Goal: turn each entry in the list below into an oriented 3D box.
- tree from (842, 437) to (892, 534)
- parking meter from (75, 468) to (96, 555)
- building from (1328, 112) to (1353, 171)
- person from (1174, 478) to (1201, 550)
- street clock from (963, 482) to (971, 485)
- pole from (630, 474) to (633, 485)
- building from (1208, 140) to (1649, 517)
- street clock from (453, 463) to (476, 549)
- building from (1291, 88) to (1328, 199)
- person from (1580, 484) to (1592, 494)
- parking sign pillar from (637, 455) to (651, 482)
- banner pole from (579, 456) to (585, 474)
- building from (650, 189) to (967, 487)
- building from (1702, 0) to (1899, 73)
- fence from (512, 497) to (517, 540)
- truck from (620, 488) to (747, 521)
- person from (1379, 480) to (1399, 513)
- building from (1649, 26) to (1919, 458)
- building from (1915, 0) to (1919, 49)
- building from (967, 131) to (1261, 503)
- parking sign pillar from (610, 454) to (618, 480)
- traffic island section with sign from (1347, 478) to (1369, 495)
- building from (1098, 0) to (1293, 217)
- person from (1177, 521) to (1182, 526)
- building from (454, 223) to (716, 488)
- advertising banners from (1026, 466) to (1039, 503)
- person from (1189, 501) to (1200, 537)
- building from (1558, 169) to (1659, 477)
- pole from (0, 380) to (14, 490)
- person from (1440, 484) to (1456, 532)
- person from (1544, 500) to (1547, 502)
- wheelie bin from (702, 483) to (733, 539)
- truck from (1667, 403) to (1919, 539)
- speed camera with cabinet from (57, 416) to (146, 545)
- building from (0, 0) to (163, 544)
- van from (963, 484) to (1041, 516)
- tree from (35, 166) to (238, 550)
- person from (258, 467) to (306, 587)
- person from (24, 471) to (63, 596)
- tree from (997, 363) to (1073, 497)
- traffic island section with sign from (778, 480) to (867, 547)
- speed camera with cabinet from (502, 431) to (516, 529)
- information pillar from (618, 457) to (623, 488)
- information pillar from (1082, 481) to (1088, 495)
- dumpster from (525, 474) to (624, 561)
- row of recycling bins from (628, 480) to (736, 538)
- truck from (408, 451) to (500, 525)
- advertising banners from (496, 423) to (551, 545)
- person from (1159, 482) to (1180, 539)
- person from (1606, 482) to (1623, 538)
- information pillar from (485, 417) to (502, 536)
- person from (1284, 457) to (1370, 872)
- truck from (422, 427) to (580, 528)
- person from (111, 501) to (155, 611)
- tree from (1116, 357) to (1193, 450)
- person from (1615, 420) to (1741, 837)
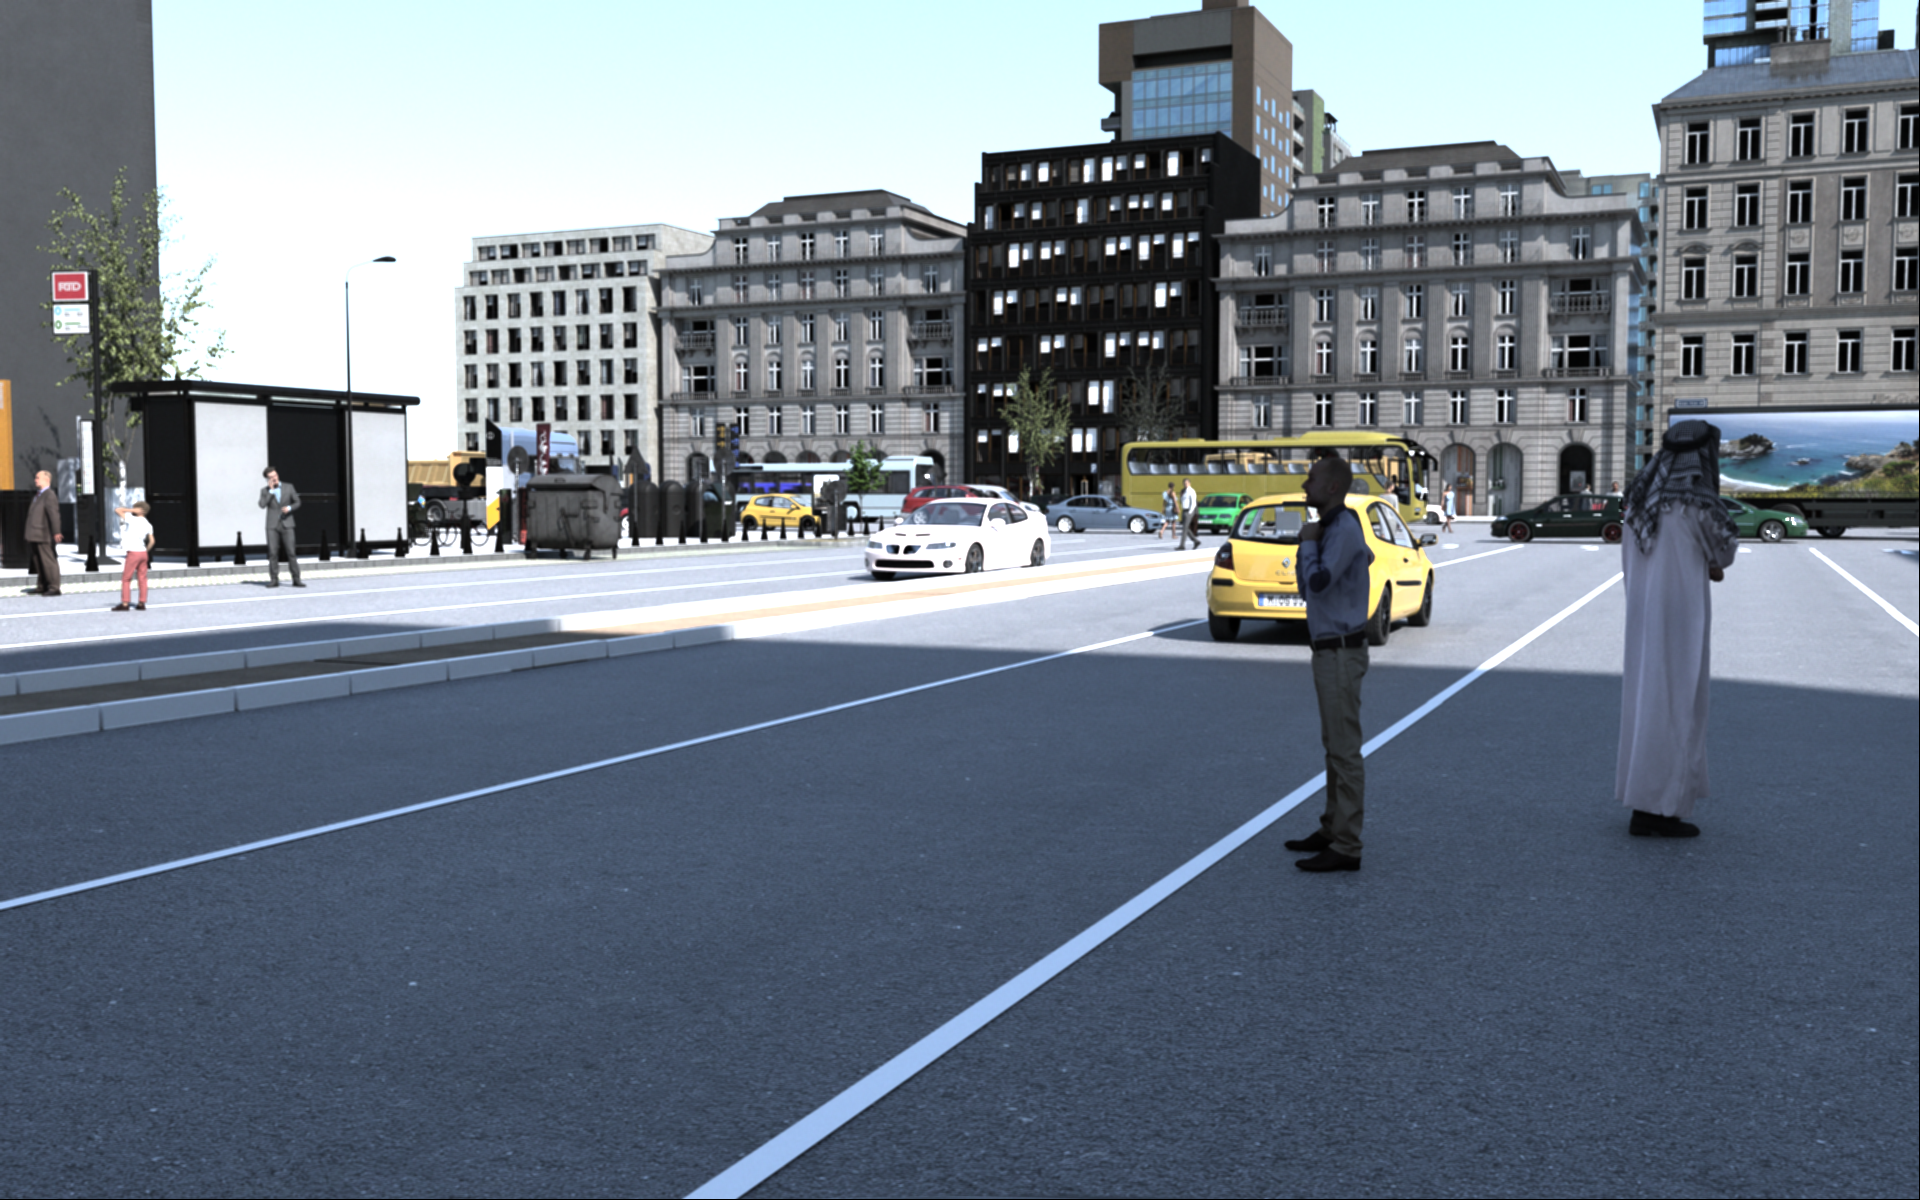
[{"bbox_3d":[-3.276,-3.757,56.036,1.663,3.219,1.824,0,3,0],"label":"tree"},{"bbox_3d":[-18.531,-1.897,36.720,0.255,1.863,0.399,0,4,-6],"label":"parking meter"},{"bbox_3d":[35.028,-30.958,189.760,14.086,41.232,14.154,2,4,24],"label":"building"},{"bbox_3d":[5.826,-2.190,44.415,0.850,1.850,0.679,-2,4,-25],"label":"person"},{"bbox_3d":[0.406,-6.047,103.444,0.471,2.002,0.358,0,4,7],"label":"street clock"},{"bbox_3d":[-22.797,-7.727,120.187,0.158,3.312,0.155,0,3,0],"label":"pole"},{"bbox_3d":[28.602,-16.121,105.372,24.055,21.916,13.314,2,4,24],"label":"building"},{"bbox_3d":[-11.548,-2.192,40.411,0.471,2.002,0.358,-3,5,-43],"label":"street clock"},{"bbox_3d":[27.633,-29.918,172.747,14.154,41.232,14.086,2,4,24],"label":"building"},{"bbox_3d":[23.651,-3.477,65.463,0.853,1.813,0.709,-3,4,-36],"label":"person"},{"bbox_3d":[-19.657,-7.297,107.780,1.447,3.967,1.447,1,4,11],"label":"parking sign pillar"},{"bbox_3d":[-25.160,-7.658,115.233,0.863,3.779,0.401,3,5,45],"label":"banner pole"},{"bbox_3d":[-7.863,-17.108,121.512,24.055,21.916,13.314,2,4,24],"label":"building"},{"bbox_3d":[116.891,-56.968,244.091,31.000,86.520,22.319,2,4,24],"label":"building"},{"bbox_3d":[-12.861,-2.362,49.815,0.480,1.192,2.264,-1,4,-10],"label":"fence"},{"bbox_3d":[-14.101,-5.585,81.077,18.799,4.110,2.967,2,4,25],"label":"truck"},{"bbox_3d":[9.228,-1.709,37.193,0.466,1.731,0.760,0,4,-7],"label":"person"},{"bbox_3d":[51.434,-18.205,94.920,25.104,27.353,12.463,2,4,24],"label":"building"},{"bbox_3d":[139.830,-48.588,232.670,20.611,71.187,20.563,2,4,24],"label":"building"},{"bbox_3d":[10.174,-17.326,112.962,15.834,23.373,12.332,2,4,24],"label":"building"},{"bbox_3d":[-23.212,-7.816,116.256,1.447,3.967,1.447,0,4,-5],"label":"parking sign pillar"},{"bbox_3d":[11.288,-2.545,49.751,2.006,1.907,1.989,2,4,24],"label":"traffic island section with sign"},{"bbox_3d":[21.963,-31.167,159.689,14.600,45.320,14.200,2,4,24],"label":"building"},{"bbox_3d":[10.126,-4.262,78.604,0.534,1.772,0.576,0,4,-7],"label":"person"},{"bbox_3d":[-27.322,-16.754,128.676,16.860,20.320,10.420,2,4,24],"label":"building"},{"bbox_3d":[4.524,-6.798,107.333,0.090,3.025,2.074,2,4,24],"label":"advertising banners"},{"bbox_3d":[7.867,-2.906,58.283,0.388,1.546,0.482,0,4,-5],"label":"person"},{"bbox_3d":[89.178,-39.084,258.631,30.456,49.044,23.786,2,4,24],"label":"building"},{"bbox_3d":[-17.061,-2.273,31.001,0.158,3.312,0.155,0,3,0],"label":"pole"},{"bbox_3d":[18.116,-3.415,64.434,0.616,1.811,0.778,-1,4,-15],"label":"person"},{"bbox_3d":[26.482,-3.945,78.492,0.738,1.151,1.012,-2,4,-34],"label":"person"},{"bbox_3d":[-7.012,-2.572,49.966,0.693,1.594,0.980,1,4,22],"label":"wheelie bin"},{"bbox_3d":[28.582,-4.046,55.072,11.283,4.237,2.839,2,4,26],"label":"truck"},{"bbox_3d":[-22.110,-3.076,44.626,0.660,3.252,2.038,2,4,32],"label":"speed camera with cabinet"},{"bbox_3d":[-35.177,-15.463,46.322,24.014,27.812,14.314,2,4,24],"label":"building"},{"bbox_3d":[1.565,-4.242,76.373,4.112,2.044,2.013,2,4,24],"label":"van"},{"bbox_3d":[-19.228,-5.481,39.983,4.737,8.622,4.395,0,3,0],"label":"tree"},{"bbox_3d":[-10.411,-1.119,26.596,0.655,1.846,0.447,-1,4,-22],"label":"person"},{"bbox_3d":[-12.950,-0.940,24.430,0.990,1.755,0.434,3,5,41],"label":"person"},{"bbox_3d":[4.269,-9.041,98.175,4.737,8.622,4.395,0,3,0],"label":"tree"},{"bbox_3d":[-3.665,-2.388,47.671,1.989,1.847,2.006,2,4,24],"label":"traffic island section with sign"},{"bbox_3d":[-14.278,-3.708,54.963,0.660,3.252,2.038,0,4,-5],"label":"speed camera with cabinet"},{"bbox_3d":[-21.495,-7.232,109.603,0.183,3.616,0.504,-3,4,-37],"label":"information pillar"},{"bbox_3d":[6.852,-5.548,95.198,0.304,2.012,0.304,1,4,14],"label":"information pillar"},{"bbox_3d":[-8.400,-1.802,37.672,1.865,1.857,1.264,2,4,25],"label":"dumpster"},{"bbox_3d":[-8.170,-2.703,51.301,3.534,1.692,1.069,-3,5,-42],"label":"row of recycling bins"},{"bbox_3d":[-23.323,-5.084,79.043,9.791,3.379,3.469,2,4,24],"label":"truck"},{"bbox_3d":[-10.917,-2.885,43.359,2.074,3.025,0.090,3,4,37],"label":"advertising banners"},{"bbox_3d":[6.730,-2.860,55.361,0.778,1.811,0.616,-3,4,-37],"label":"person"},{"bbox_3d":[20.045,-2.722,53.151,0.875,1.805,0.789,1,4,20],"label":"person"},{"bbox_3d":[-14.228,-3.761,52.848,0.504,3.616,0.183,-1,4,-20],"label":"information pillar"},{"bbox_3d":[1.427,0.234,6.732,0.319,1.574,0.516,1,4,12],"label":"person"},{"bbox_3d":[-23.707,-5.062,72.528,18.799,4.110,2.967,1,4,23],"label":"truck"},{"bbox_3d":[-10.208,-0.548,21.364,0.340,1.345,0.435,1,4,18],"label":"person"},{"bbox_3d":[10.280,-8.801,94.255,4.360,8.622,3.978,0,3,0],"label":"tree"},{"bbox_3d":[3.020,0.114,7.302,0.621,1.740,0.551,-3,4,-36],"label":"person"}]
